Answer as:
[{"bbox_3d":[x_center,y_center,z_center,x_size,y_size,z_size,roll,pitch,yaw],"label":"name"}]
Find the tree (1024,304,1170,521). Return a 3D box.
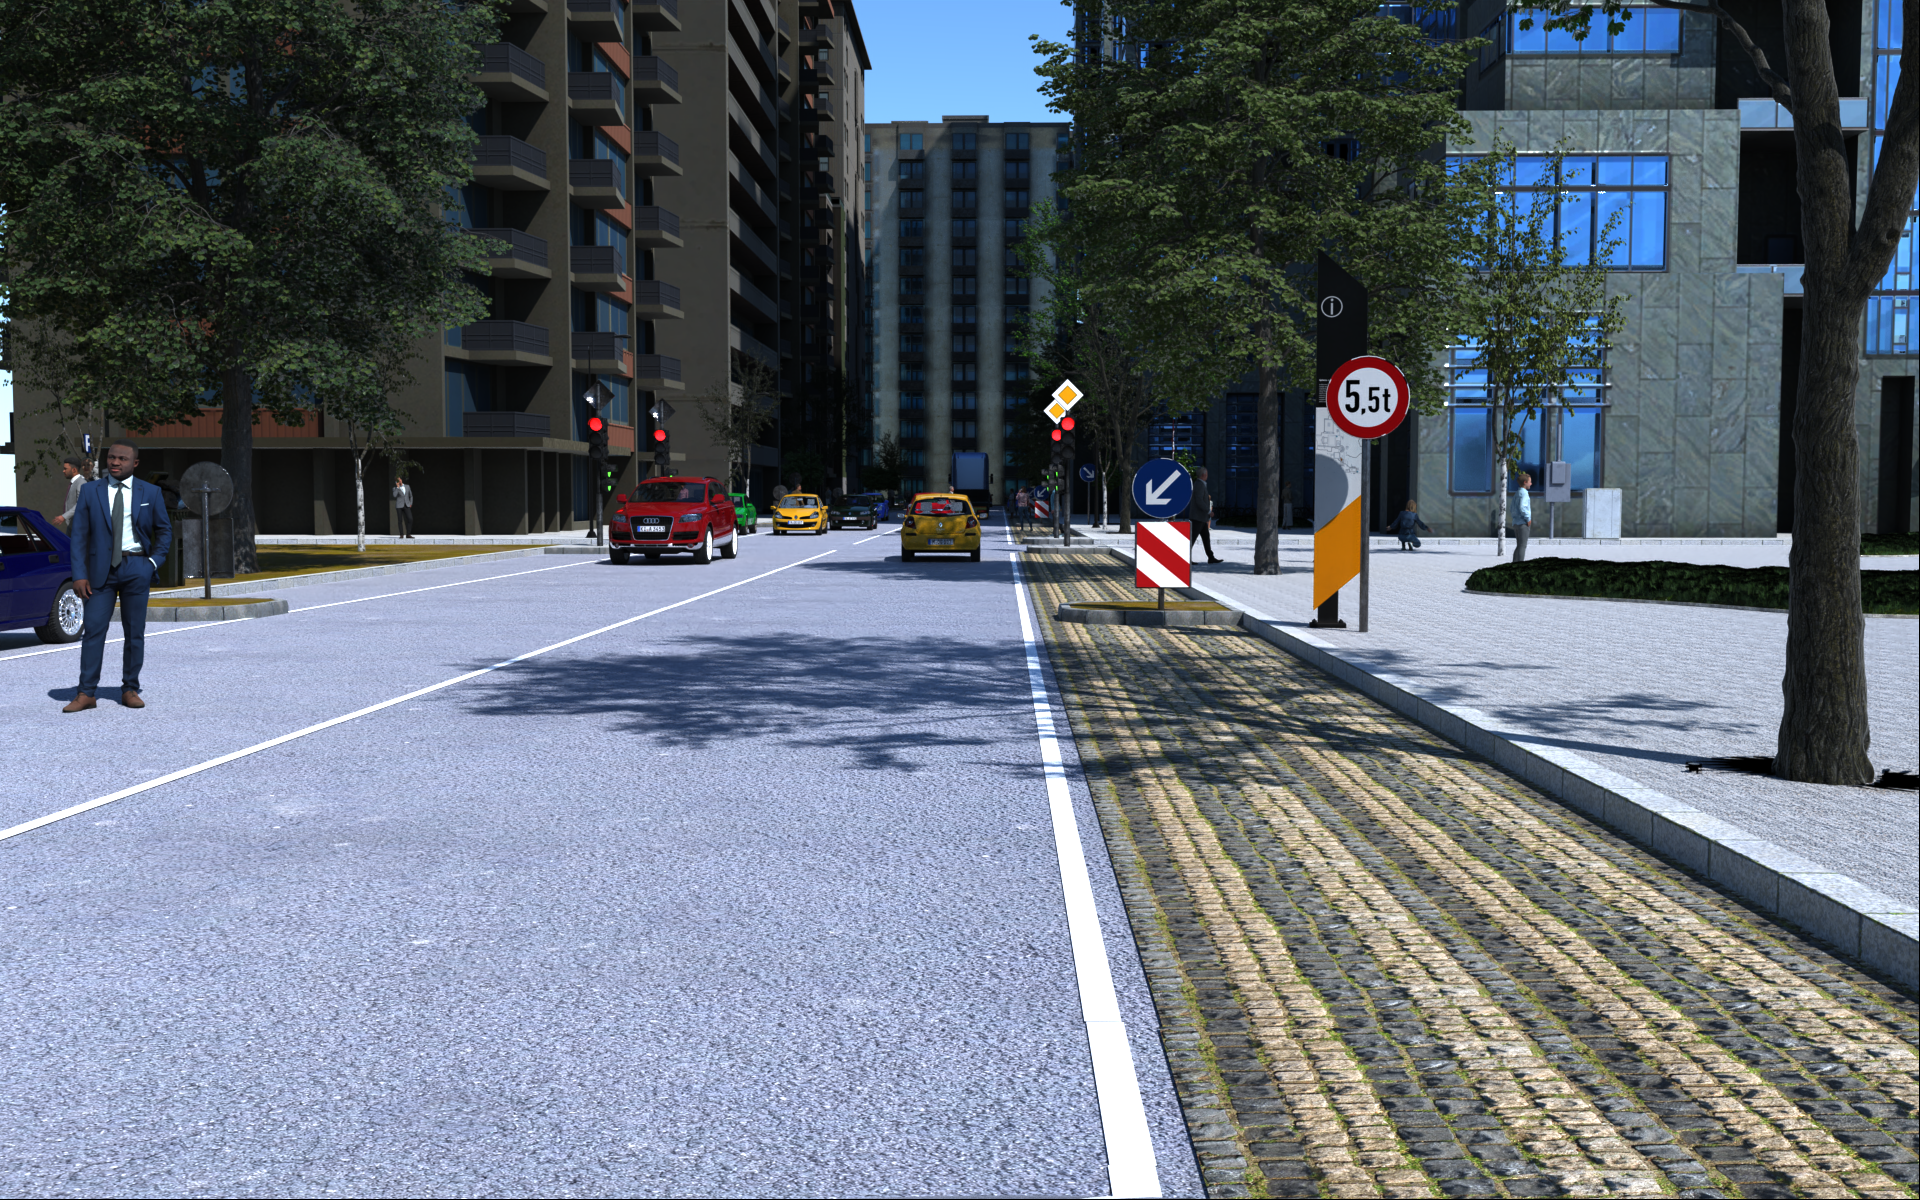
[{"bbox_3d":[6.213,-8.999,81.543,7.601,10.594,8.767,-3,5,-40],"label":"tree"}]

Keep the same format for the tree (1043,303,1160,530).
[{"bbox_3d":[5.223,-6.834,62.105,4.360,8.622,3.978,0,3,0],"label":"tree"}]

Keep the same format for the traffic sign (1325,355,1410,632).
[{"bbox_3d":[3.753,-0.974,16.027,0.768,2.556,0.104,0,4,3],"label":"traffic sign"}]

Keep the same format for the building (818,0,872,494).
[{"bbox_3d":[-24.121,-36.451,185.218,27.495,52.752,28.713,0,4,1],"label":"building"}]

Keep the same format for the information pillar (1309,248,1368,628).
[{"bbox_3d":[3.620,-1.541,16.546,0.504,3.616,0.183,1,4,9],"label":"information pillar"}]

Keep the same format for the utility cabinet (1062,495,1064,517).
[{"bbox_3d":[5.991,-5.332,98.336,0.306,1.237,1.020,1,4,13],"label":"utility cabinet"}]

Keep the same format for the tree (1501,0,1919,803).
[{"bbox_3d":[4.060,-5.002,7.544,9.928,11.665,9.643,0,3,0],"label":"tree"}]

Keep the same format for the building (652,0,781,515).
[{"bbox_3d":[-22.325,-29.058,98.808,21.300,48.544,21.600,0,4,1],"label":"building"}]

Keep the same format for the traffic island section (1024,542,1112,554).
[{"bbox_3d":[2.643,-1.233,42.434,2.009,0.180,2.903,0,4,1],"label":"traffic island section"}]

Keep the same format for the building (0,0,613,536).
[{"bbox_3d":[-22.957,-25.146,65.757,22.147,44.769,28.867,0,4,1],"label":"building"}]

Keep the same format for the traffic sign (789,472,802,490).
[{"bbox_3d":[-9.596,-6.162,100.862,0.768,2.556,0.104,0,4,6],"label":"traffic sign"}]

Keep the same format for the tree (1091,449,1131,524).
[{"bbox_3d":[6.190,-4.826,73.513,1.663,3.219,1.824,0,3,0],"label":"tree"}]

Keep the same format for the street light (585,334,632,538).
[{"bbox_3d":[-10.238,-4.767,50.482,1.470,5.913,1.316,0,4,1],"label":"street light"}]

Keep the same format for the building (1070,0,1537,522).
[{"bbox_3d":[18.237,-48.292,102.252,22.319,86.520,31.000,0,4,1],"label":"building"}]

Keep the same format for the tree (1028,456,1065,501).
[{"bbox_3d":[6.910,-9.576,140.284,4.285,4.588,4.351,0,3,0],"label":"tree"}]

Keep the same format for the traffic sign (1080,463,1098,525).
[{"bbox_3d":[5.364,-4.405,72.121,0.768,2.556,0.104,0,4,3],"label":"traffic sign"}]

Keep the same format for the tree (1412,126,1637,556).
[{"bbox_3d":[11.451,-5.212,35.580,4.737,8.622,4.395,0,3,0],"label":"tree"}]

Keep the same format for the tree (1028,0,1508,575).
[{"bbox_3d":[4.520,-6.688,27.483,7.486,12.596,7.792,0,3,0],"label":"tree"}]

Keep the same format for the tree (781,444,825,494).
[{"bbox_3d":[-10.367,-8.024,114.900,4.285,4.588,4.351,0,3,0],"label":"tree"}]

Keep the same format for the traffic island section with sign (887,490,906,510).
[{"bbox_3d":[-6.010,-8.798,152.475,1.989,1.847,2.006,0,4,1],"label":"traffic island section with sign"}]

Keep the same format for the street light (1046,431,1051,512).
[{"bbox_3d":[5.369,-7.470,94.681,1.470,5.913,1.316,0,4,1],"label":"street light"}]

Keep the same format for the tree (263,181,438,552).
[{"bbox_3d":[-13.380,-5.373,38.213,4.360,8.622,3.978,0,3,0],"label":"tree"}]

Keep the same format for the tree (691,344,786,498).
[{"bbox_3d":[-10.545,-8.170,83.949,4.360,8.622,3.978,0,3,0],"label":"tree"}]

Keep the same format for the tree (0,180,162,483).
[{"bbox_3d":[-19.443,-5.385,38.407,4.360,8.622,3.978,0,3,0],"label":"tree"}]

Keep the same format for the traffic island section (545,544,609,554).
[{"bbox_3d":[-8.895,-1.249,42.707,2.009,0.180,2.903,0,4,1],"label":"traffic island section"}]

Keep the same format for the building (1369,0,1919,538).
[{"bbox_3d":[29.219,-45.658,59.185,31.000,86.520,22.319,0,4,1],"label":"building"}]

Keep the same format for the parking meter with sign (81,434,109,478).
[{"bbox_3d":[-24.466,-3.304,50.289,1.738,3.016,0.543,0,4,-1],"label":"parking meter with sign"}]

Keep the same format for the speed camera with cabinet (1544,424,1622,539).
[{"bbox_3d":[17.705,-3.359,49.253,2.038,3.252,0.660,1,4,12],"label":"speed camera with cabinet"}]

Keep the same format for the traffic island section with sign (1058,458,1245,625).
[{"bbox_3d":[2.128,-0.679,19.733,1.989,1.847,2.006,0,4,1],"label":"traffic island section with sign"}]

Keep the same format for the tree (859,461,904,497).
[{"bbox_3d":[-8.452,-11.599,173.365,4.285,4.588,4.351,0,3,0],"label":"tree"}]

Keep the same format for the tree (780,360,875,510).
[{"bbox_3d":[-9.704,-11.442,121.489,8.767,10.594,7.601,1,4,15],"label":"tree"}]

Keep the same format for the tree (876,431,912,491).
[{"bbox_3d":[-7.526,-15.097,197.198,4.737,8.622,4.395,0,3,0],"label":"tree"}]

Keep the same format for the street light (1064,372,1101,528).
[{"bbox_3d":[4.632,-5.697,65.684,1.470,5.913,1.316,0,4,1],"label":"street light"}]

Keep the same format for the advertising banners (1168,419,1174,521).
[{"bbox_3d":[4.840,-2.659,39.659,0.090,3.025,2.074,1,4,10],"label":"advertising banners"}]

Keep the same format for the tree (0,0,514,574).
[{"bbox_3d":[-11.797,-7.415,27.893,9.857,13.997,8.962,0,3,0],"label":"tree"}]

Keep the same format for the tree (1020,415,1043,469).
[{"bbox_3d":[7.734,-12.538,155.365,4.360,8.622,3.978,0,3,0],"label":"tree"}]

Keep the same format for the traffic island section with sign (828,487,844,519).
[{"bbox_3d":[-7.174,-5.734,102.373,1.989,1.847,2.006,0,4,1],"label":"traffic island section with sign"}]

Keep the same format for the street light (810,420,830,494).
[{"bbox_3d":[-8.806,-8.319,108.556,1.470,5.913,1.316,0,4,1],"label":"street light"}]

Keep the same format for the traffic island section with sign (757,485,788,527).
[{"bbox_3d":[-7.807,-4.085,75.426,1.989,1.847,2.006,0,4,1],"label":"traffic island section with sign"}]

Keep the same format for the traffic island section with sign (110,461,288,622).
[{"bbox_3d":[-9.088,-0.718,20.366,1.989,1.847,2.006,0,4,1],"label":"traffic island section with sign"}]

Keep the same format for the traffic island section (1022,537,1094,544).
[{"bbox_3d":[2.830,-1.721,50.417,2.009,0.180,2.903,0,4,1],"label":"traffic island section"}]

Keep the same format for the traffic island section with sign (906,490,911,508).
[{"bbox_3d":[-5.367,-10.472,179.847,1.989,1.847,2.006,0,4,1],"label":"traffic island section with sign"}]

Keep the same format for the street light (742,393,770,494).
[{"bbox_3d":[-9.421,-6.540,79.476,1.470,5.913,1.316,0,4,1],"label":"street light"}]

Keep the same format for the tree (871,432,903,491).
[{"bbox_3d":[-8.303,-15.463,203.175,4.360,8.622,3.978,0,3,0],"label":"tree"}]

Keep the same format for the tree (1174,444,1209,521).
[{"bbox_3d":[8.487,-4.386,66.312,1.663,3.219,1.824,0,3,0],"label":"tree"}]

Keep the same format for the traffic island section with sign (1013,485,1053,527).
[{"bbox_3d":[3.424,-4.073,75.228,1.989,1.847,2.006,0,4,1],"label":"traffic island section with sign"}]
